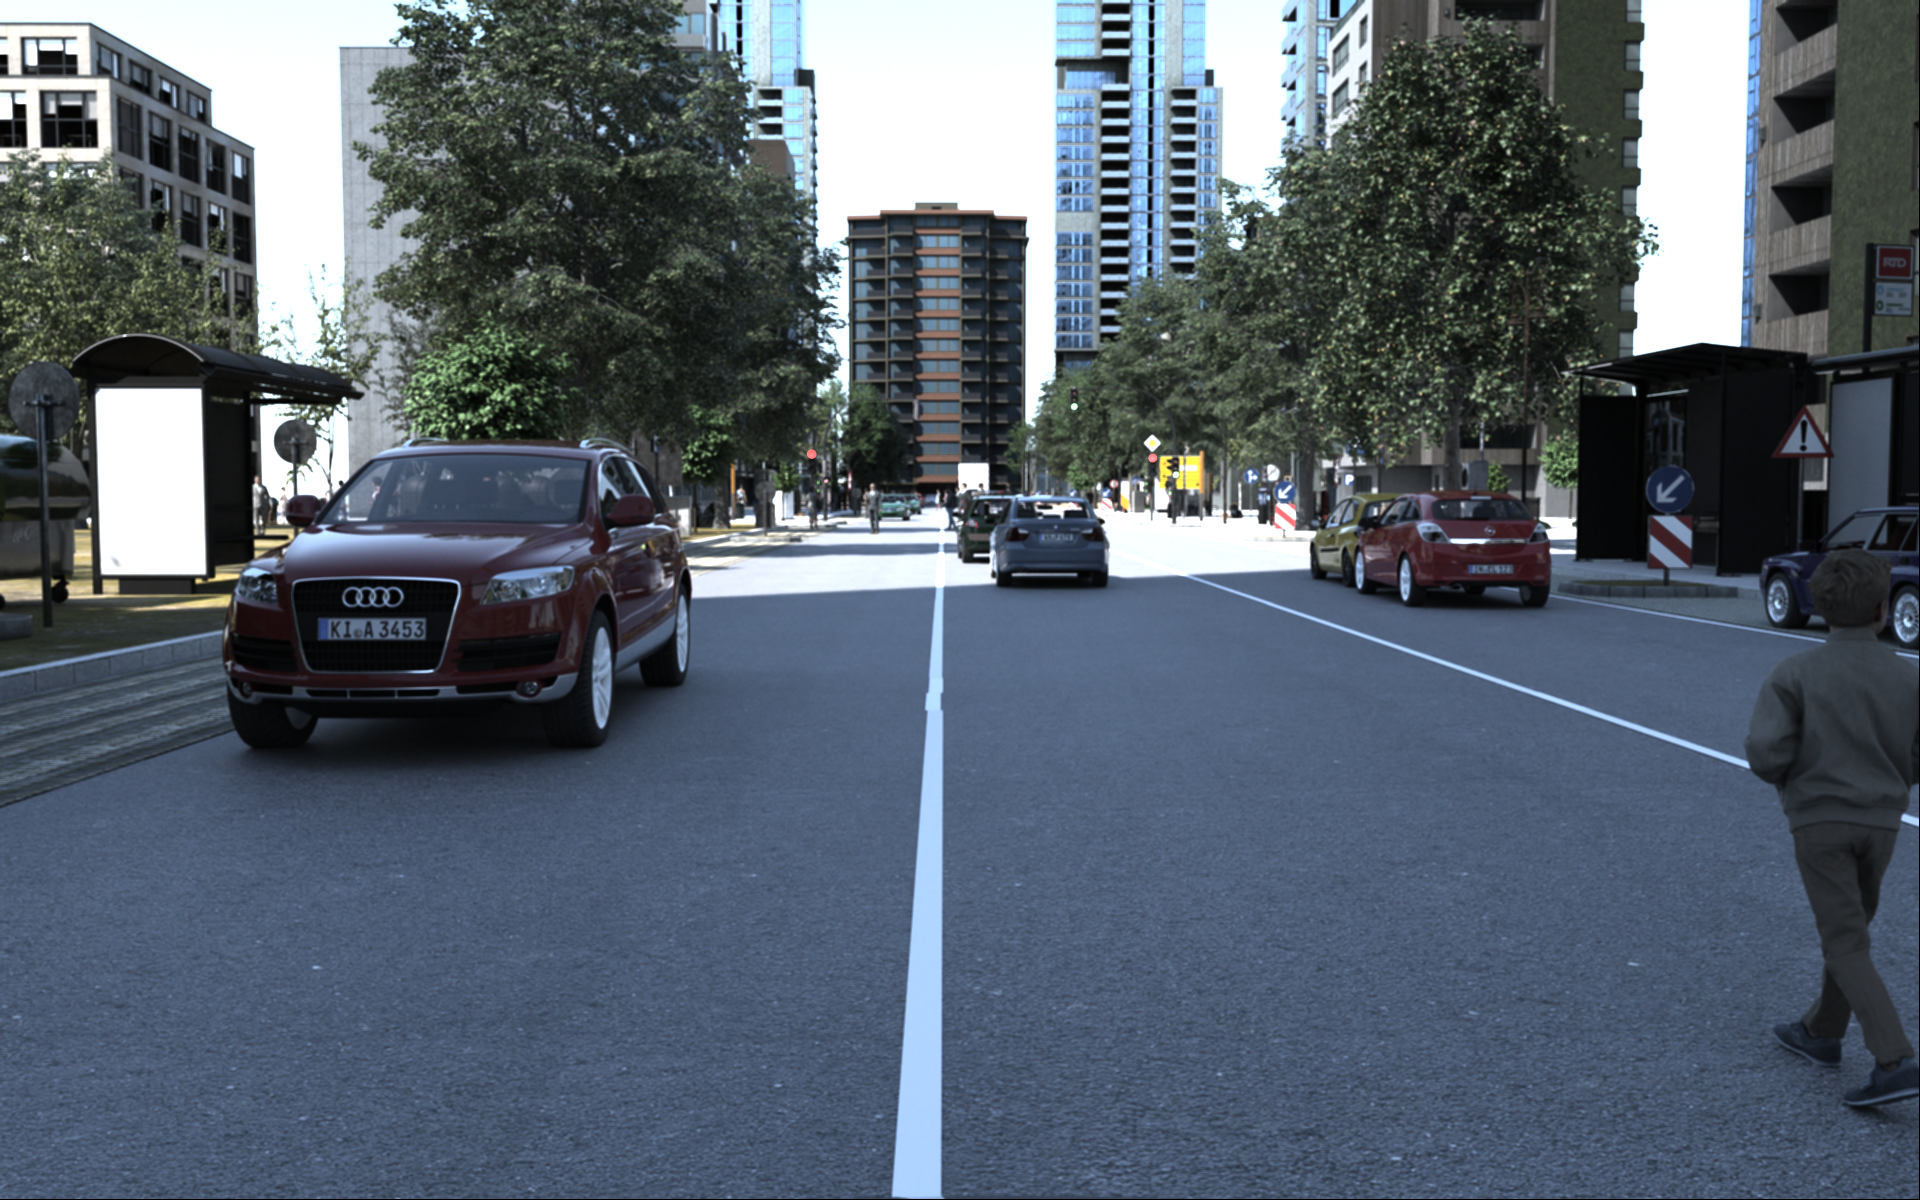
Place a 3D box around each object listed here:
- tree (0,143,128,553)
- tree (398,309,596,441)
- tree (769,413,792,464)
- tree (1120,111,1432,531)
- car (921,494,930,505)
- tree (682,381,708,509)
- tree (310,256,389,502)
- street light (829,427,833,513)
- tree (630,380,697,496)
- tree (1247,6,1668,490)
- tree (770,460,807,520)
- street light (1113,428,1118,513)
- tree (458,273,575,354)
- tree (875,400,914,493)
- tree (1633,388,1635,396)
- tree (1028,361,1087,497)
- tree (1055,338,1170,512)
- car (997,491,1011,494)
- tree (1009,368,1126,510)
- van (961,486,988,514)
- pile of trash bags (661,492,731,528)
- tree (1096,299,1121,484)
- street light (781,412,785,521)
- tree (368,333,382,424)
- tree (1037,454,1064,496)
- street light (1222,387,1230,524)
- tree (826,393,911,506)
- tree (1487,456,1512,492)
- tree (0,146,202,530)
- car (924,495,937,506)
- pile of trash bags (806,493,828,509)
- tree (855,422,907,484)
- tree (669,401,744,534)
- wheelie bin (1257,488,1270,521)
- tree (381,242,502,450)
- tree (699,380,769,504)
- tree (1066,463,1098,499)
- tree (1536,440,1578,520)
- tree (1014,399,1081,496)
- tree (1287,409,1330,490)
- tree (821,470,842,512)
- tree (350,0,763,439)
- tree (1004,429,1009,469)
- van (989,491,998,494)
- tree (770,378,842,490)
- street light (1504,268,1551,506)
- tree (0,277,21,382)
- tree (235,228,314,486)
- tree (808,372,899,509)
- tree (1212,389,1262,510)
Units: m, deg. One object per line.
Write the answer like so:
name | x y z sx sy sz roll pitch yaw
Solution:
tree | -19.120 -5.325 37.421 4.737 8.622 4.395 0 3 0
tree | -8.252 -2.889 30.947 4.285 4.588 4.351 0 3 0
tree | -17.328 -12.139 148.842 4.360 8.622 3.978 0 3 0
tree | 12.007 -9.360 59.698 9.857 13.997 8.962 0 3 0
car | -4.759 -13.003 222.381 2.009 1.686 4.222 0 4 -1
tree | -17.006 -9.991 113.722 4.737 8.622 4.395 0 3 0
tree | -19.608 -6.281 53.054 4.737 8.622 4.395 0 3 0
street light | -8.906 -9.003 119.991 0.468 5.910 1.993 0 4 -1
tree | -17.119 -9.031 98.025 4.360 8.622 3.978 0 3 0
tree | 11.772 -7.601 41.287 9.611 12.733 9.660 0 3 0
tree | -8.714 -5.583 85.884 1.663 3.219 1.824 0 3 0
street light | 10.668 -8.961 119.308 0.468 5.910 1.993 0 4 -1
tree | -14.319 -6.468 56.108 4.737 8.622 4.395 0 3 0
tree | -10.918 -19.779 230.038 9.857 13.997 8.962 0 3 0
tree | 42.496 -9.856 111.510 4.360 8.622 3.978 0 3 0
tree | 11.348 -15.832 165.511 9.857 13.997 8.962 0 3 0
tree | 11.784 -12.847 127.049 9.611 12.733 9.660 0 3 0
car | 4.783 -10.861 186.247 2.281 1.827 5.304 0 4 1
tree | 11.081 -13.318 143.507 9.928 11.665 9.643 0 3 0
van | 0.849 -5.485 96.695 2.013 2.044 4.112 0 3 0
pile of trash bags | -10.441 -3.464 66.382 3.447 1.369 1.912 1 4 23
tree | 12.108 -11.620 96.646 9.857 13.997 8.962 0 3 0
street light | -8.420 -6.697 82.276 0.468 5.910 1.993 0 4 -1
tree | -18.950 -6.781 61.232 4.360 8.622 3.978 0 3 0
tree | 11.209 -15.564 204.829 4.360 8.622 3.978 0 3 0
street light | 11.239 -6.146 73.270 0.468 5.910 1.993 0 4 -1
tree | -10.147 -16.772 191.227 9.611 12.733 9.660 0 3 0
tree | 27.354 -5.736 88.392 1.663 3.219 1.824 0 3 0
tree | -32.162 -9.533 62.515 9.857 13.997 8.962 0 3 0
car | -3.563 -12.492 216.605 2.083 1.381 4.827 0 4 0
pile of trash bags | -12.041 -8.358 146.412 1.912 1.369 3.447 0 4 -3
tree | -10.296 -16.524 204.583 8.767 10.594 7.601 0 4 2
tree | -8.557 -4.445 56.393 4.285 4.588 4.351 0 3 0
wheelie bin | 14.746 -4.622 83.475 0.693 1.594 0.980 -2 4 -31
tree | -13.981 -6.037 49.072 4.360 8.622 3.978 0 3 0
tree | -14.412 -9.463 105.075 4.360 8.622 3.978 0 3 0
tree | 10.782 -10.196 150.420 4.285 4.588 4.351 0 3 0
tree | 30.649 -6.320 87.049 4.285 4.588 4.351 0 3 0
tree | 11.258 -17.423 195.240 12.009 13.543 11.850 0 3 0
tree | 23.039 -9.821 110.932 4.360 8.622 3.978 0 3 0
tree | -9.091 -8.061 126.394 1.663 3.219 1.824 0 3 0
tree | -8.699 -8.122 39.454 9.857 13.997 8.962 0 3 0
tree | 9.745 -18.919 235.076 9.928 11.665 9.643 0 3 0
van | 4.060 -12.748 215.442 2.013 2.044 4.112 0 4 -2
tree | -8.710 -9.195 100.701 4.737 8.622 4.395 0 3 0
street light | 11.604 -3.839 35.555 0.468 5.910 1.993 0 4 -1
tree | -31.611 -7.098 50.473 7.601 10.594 8.767 -1 4 -10
tree | -20.111 -5.836 45.786 4.737 8.622 4.395 0 3 0
tree | -9.532 -13.635 148.692 9.928 11.665 9.643 0 3 0
tree | 18.054 -10.203 117.182 4.737 8.622 4.395 0 3 0
